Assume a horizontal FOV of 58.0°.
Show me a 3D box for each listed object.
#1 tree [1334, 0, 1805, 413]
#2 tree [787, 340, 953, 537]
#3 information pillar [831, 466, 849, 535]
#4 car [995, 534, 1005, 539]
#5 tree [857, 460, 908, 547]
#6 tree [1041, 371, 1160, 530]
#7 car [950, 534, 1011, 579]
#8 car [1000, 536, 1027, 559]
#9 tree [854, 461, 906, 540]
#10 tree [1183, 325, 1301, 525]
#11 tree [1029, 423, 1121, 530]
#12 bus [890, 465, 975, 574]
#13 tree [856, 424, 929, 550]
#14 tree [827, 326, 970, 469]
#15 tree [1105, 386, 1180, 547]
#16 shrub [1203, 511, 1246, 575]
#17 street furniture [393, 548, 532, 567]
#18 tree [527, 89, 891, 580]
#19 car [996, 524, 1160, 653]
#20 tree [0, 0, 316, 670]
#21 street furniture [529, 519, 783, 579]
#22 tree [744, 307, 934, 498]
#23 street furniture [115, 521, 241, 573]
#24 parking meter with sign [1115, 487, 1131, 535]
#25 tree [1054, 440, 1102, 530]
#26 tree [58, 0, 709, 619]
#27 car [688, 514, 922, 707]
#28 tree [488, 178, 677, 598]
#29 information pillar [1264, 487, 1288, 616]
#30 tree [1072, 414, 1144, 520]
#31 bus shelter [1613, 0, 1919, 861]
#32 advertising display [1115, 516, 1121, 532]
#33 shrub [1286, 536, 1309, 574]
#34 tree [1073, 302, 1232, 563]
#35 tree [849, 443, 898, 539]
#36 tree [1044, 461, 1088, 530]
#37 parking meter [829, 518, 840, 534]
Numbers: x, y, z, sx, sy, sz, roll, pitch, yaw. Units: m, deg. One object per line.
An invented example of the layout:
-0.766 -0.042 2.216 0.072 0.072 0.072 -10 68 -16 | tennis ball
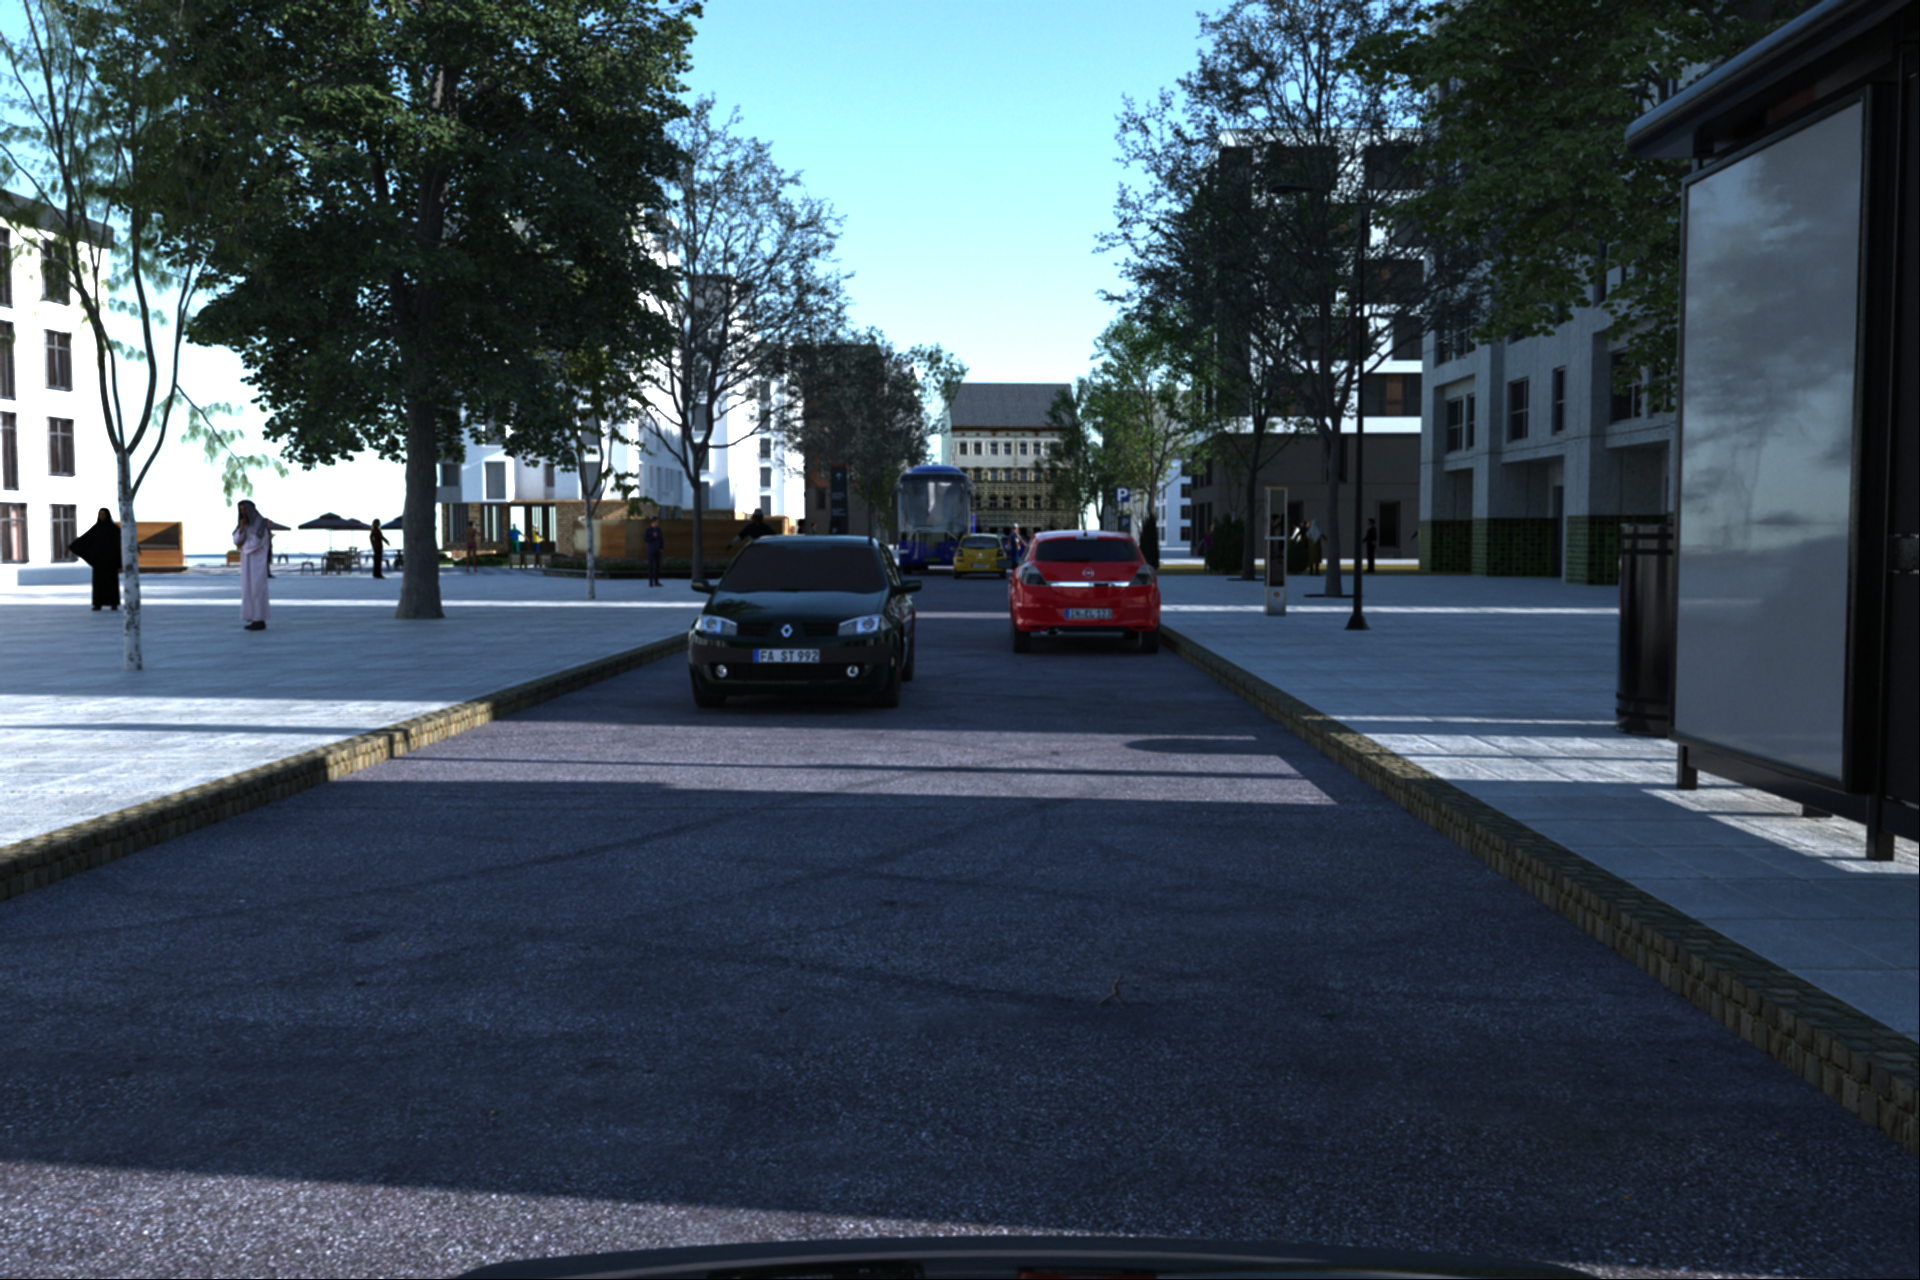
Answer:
7.360 -6.009 16.381 7.486 12.596 7.792 0 3 0 | tree
-5.572 -12.105 108.282 12.009 13.543 11.850 0 3 0 | tree
-4.559 -4.667 65.682 0.750 3.857 0.750 0 4 1 | information pillar
3.503 -9.057 159.874 2.131 1.459 4.920 0 4 0 | car
-5.723 -11.091 131.696 4.737 8.622 4.395 0 3 0 | tree
8.973 -11.326 110.938 9.928 11.665 9.643 0 3 0 | tree
0.661 -2.826 56.424 2.015 1.641 3.980 0 4 1 | car
2.651 -4.571 87.308 1.945 1.354 3.894 0 4 1 | car
-5.640 -10.665 124.738 4.737 8.622 4.395 0 3 0 | tree
9.576 -6.735 60.475 4.360 8.622 3.978 0 3 0 | tree
10.188 -12.890 145.158 7.601 10.594 8.767 3 5 43 | tree
-0.791 -4.498 65.084 2.896 3.916 12.251 0 4 2 | bus
-5.098 -12.748 142.837 7.601 10.594 8.767 -3 5 -44 | tree
-5.793 -18.493 158.249 12.611 20.169 13.585 0 3 0 | tree
9.020 -8.357 86.998 4.737 8.622 4.395 0 3 0 | tree
8.545 -3.098 55.068 1.690 2.028 1.600 0 3 0 | shrub
-20.013 -3.421 71.565 5.734 0.657 10.072 0 4 -6 | street furniture
-7.482 -8.464 48.763 12.009 13.543 11.850 0 3 0 | tree
1.542 -0.813 22.335 2.155 1.783 4.494 0 4 1 | car
-7.828 -4.037 16.360 4.360 8.622 3.978 0 3 0 | tree
-9.562 -2.781 52.326 9.812 1.723 11.010 -2 4 -31 | street furniture
-6.452 -11.217 93.770 12.009 13.543 11.850 0 3 0 | tree
-30.409 -3.225 59.587 11.010 1.723 9.812 -1 4 -22 | street furniture
6.059 -4.142 63.983 0.543 3.016 1.738 0 4 1 | parking meter with sign
9.602 -11.259 134.440 4.737 8.622 4.395 0 3 0 | tree
-8.268 -7.308 26.140 9.857 13.997 8.962 0 3 0 | tree
-1.324 -0.354 15.578 2.009 1.686 4.222 0 4 1 | car
-7.402 -5.119 34.063 4.737 8.622 4.395 0 3 0 | tree
4.962 -1.391 27.229 0.304 2.012 0.304 0 4 1 | information pillar
8.912 -8.871 95.409 4.360 8.622 3.978 0 3 0 | tree
4.385 -1.803 7.112 2.179 5.291 8.768 0 4 1 | bus shelter
5.613 -3.447 61.579 0.123 1.923 0.974 0 4 2 | advertising display
10.753 -2.719 55.567 1.383 1.207 1.383 0 3 0 | shrub
8.492 -9.190 76.005 9.928 11.665 9.643 0 3 0 | tree
-5.774 -10.183 116.850 4.737 8.622 4.395 0 3 0 | tree
10.244 -12.691 157.861 4.360 8.622 3.978 0 3 0 | tree
-4.600 -3.539 63.568 0.399 1.863 0.255 0 4 2 | parking meter
